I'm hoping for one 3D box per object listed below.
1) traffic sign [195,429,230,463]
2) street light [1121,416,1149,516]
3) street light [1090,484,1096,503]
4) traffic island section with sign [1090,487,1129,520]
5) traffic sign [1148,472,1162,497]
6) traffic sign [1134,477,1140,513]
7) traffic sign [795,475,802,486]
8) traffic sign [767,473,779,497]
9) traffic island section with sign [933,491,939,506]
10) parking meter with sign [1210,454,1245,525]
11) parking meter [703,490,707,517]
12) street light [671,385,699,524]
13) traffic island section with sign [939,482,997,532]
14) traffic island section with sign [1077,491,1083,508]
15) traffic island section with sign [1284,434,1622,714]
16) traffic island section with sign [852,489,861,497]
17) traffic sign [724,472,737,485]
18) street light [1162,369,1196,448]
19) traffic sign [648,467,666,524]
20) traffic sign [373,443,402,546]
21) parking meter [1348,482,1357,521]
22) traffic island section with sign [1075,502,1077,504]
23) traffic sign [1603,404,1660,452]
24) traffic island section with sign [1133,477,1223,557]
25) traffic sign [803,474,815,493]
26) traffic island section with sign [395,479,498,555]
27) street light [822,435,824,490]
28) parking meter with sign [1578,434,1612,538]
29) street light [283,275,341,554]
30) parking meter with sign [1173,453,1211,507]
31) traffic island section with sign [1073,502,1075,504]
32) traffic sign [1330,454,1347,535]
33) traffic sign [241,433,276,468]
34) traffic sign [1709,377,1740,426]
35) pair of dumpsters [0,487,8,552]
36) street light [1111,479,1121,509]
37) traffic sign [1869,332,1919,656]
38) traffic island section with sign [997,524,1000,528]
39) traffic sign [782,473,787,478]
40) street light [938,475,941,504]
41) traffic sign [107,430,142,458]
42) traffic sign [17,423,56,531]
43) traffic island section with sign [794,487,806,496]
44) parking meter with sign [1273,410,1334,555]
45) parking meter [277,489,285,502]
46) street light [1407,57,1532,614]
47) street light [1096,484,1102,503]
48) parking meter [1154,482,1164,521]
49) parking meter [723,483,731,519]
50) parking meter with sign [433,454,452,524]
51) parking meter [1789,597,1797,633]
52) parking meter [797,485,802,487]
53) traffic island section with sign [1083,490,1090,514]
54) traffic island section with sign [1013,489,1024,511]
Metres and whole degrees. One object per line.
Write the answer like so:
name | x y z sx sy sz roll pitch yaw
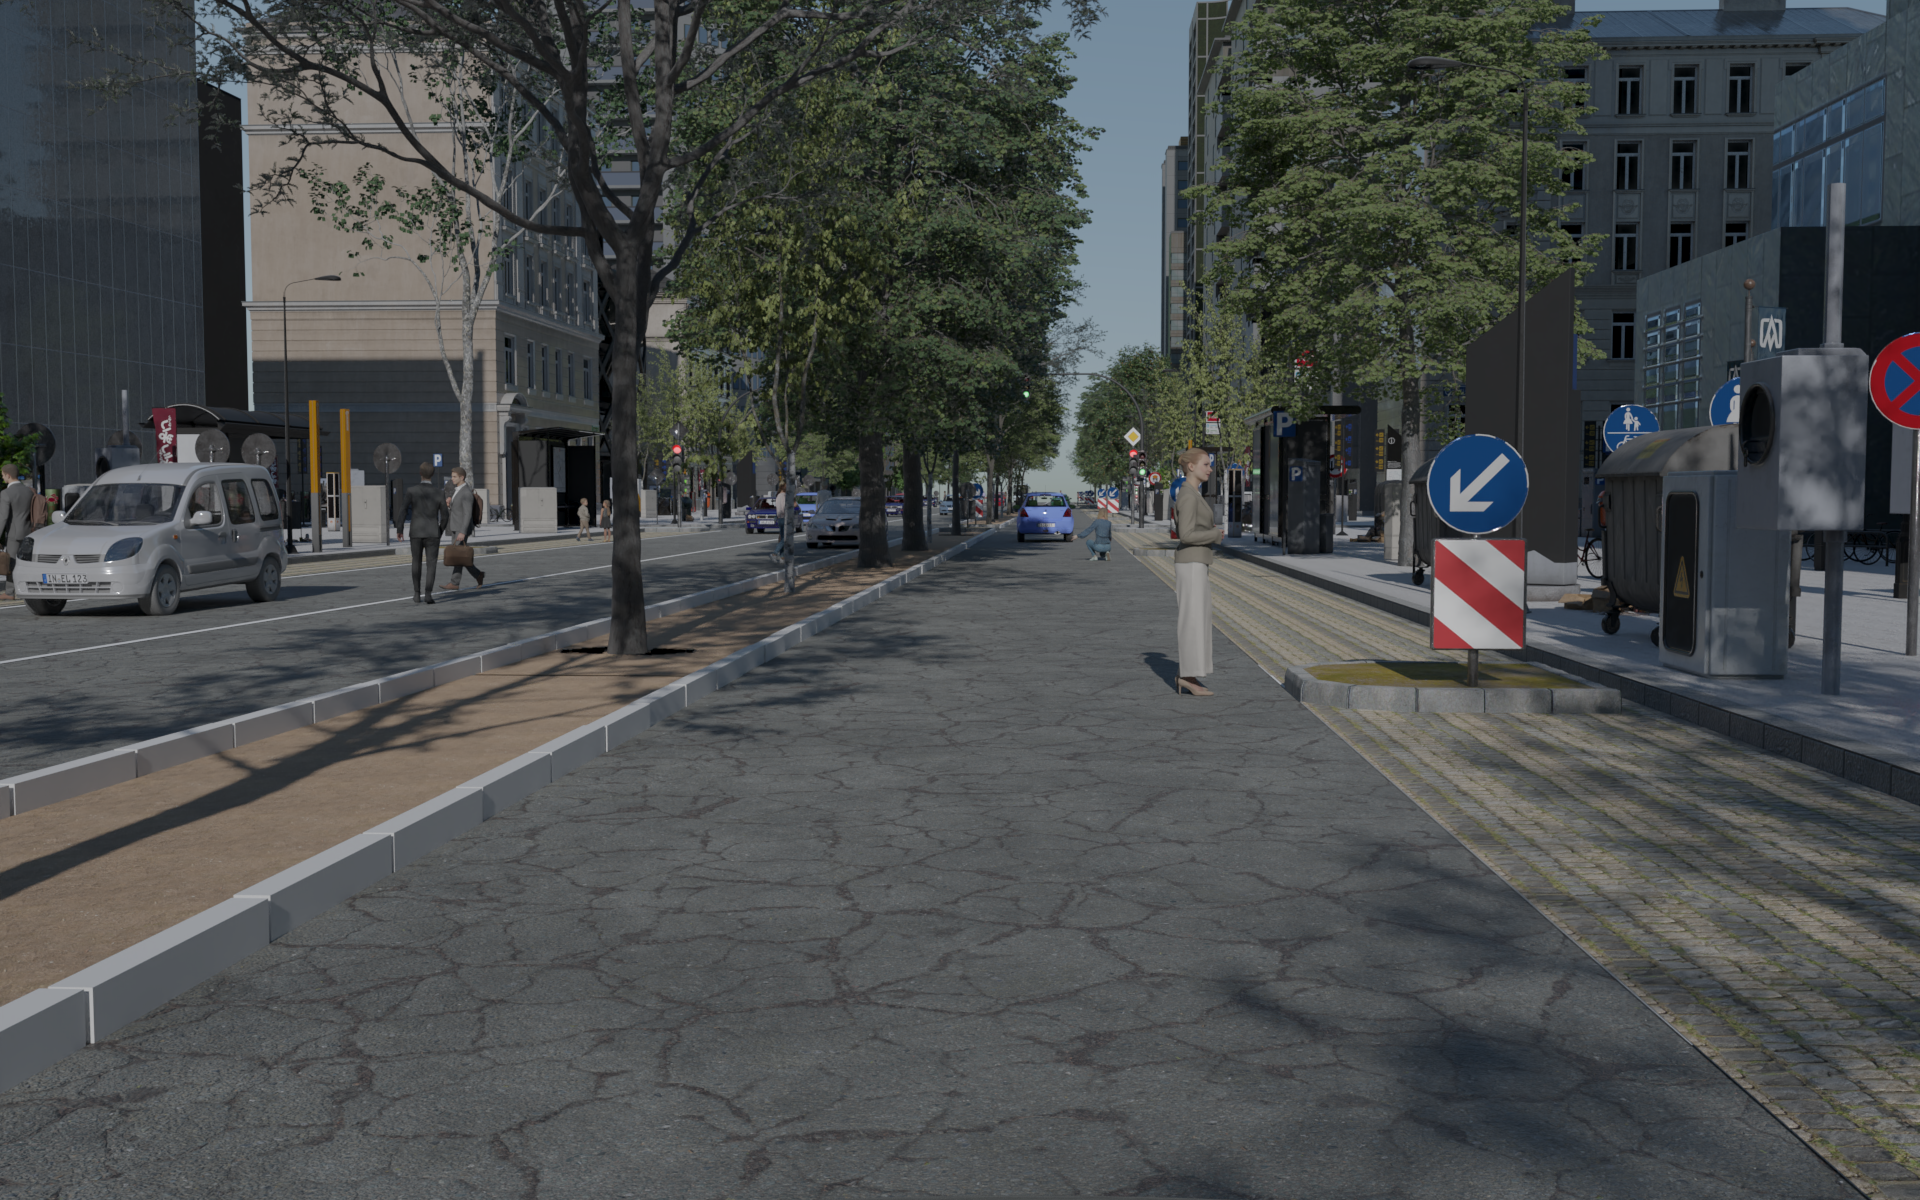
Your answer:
traffic sign | -14.596 -2.061 33.809 0.768 2.556 0.104 1 4 12
street light | 10.475 -7.950 102.523 1.470 5.913 1.316 0 4 3
street light | 17.787 -15.397 224.284 1.470 5.913 1.316 0 4 3
traffic island section with sign | 8.330 -5.327 95.720 1.989 1.847 2.006 0 4 3
traffic sign | 11.181 -6.065 99.270 0.768 2.556 0.104 1 4 10
traffic sign | 12.178 -7.260 118.800 0.768 2.556 0.104 1 4 12
traffic sign | -11.149 -7.203 117.769 0.884 2.594 0.081 1 4 9
traffic sign | -11.486 -6.487 106.171 0.768 2.556 0.104 1 4 12
traffic island section with sign | -2.713 -11.759 200.887 1.989 1.847 2.006 0 4 3
parking meter with sign | 11.416 -4.624 71.859 1.738 3.016 0.543 0 4 1
parking meter | -14.487 -5.481 98.022 0.372 1.533 0.369 0 3 0
street light | -11.673 -6.201 73.935 1.470 5.913 1.316 0 4 3
traffic island section with sign | 0.252 -3.521 65.707 2.006 1.907 1.989 0 4 3
traffic island section with sign | 12.895 -10.016 172.385 1.989 1.847 2.006 0 4 3
traffic island section with sign | 3.356 -0.219 12.215 1.989 1.847 2.006 0 4 3
traffic island section with sign | -7.335 -7.018 123.364 1.989 1.847 2.006 0 4 3
traffic sign | -13.216 -6.092 99.714 0.768 2.556 0.104 1 4 12
street light | 8.199 -5.620 64.435 1.470 5.913 1.316 0 4 3
traffic sign | -12.902 -4.439 73.757 0.795 2.450 0.064 0 4 6
traffic sign | -14.207 -2.621 42.957 0.768 2.556 0.104 1 4 11
parking meter | 18.790 -4.719 82.861 0.399 1.863 0.255 -3 5 -40
traffic island section with sign | 14.496 -11.663 199.319 1.989 1.847 2.006 0 4 3
traffic sign | 9.535 -1.503 24.683 0.768 2.556 0.104 0 4 7
traffic island section with sign | 5.049 -1.939 40.330 1.989 1.847 2.006 0 4 3
traffic sign | -9.827 -6.878 112.553 0.768 2.556 0.104 1 4 10
traffic island section with sign | -12.198 -2.008 41.467 1.989 1.847 2.006 0 4 3
street light | -8.925 -8.994 119.592 1.470 5.913 1.316 0 4 3
parking meter with sign | 18.676 -3.345 50.957 0.543 3.016 1.738 -1 4 -10
street light | -13.814 -3.937 36.904 1.470 5.913 1.316 0 4 3
parking meter with sign | 10.075 -4.814 74.971 1.738 3.016 0.543 2 4 32
traffic island section with sign | 17.769 -15.027 254.321 1.989 1.847 2.006 0 4 3
traffic sign | 11.861 -3.346 54.808 0.768 2.556 0.104 0 4 5
traffic sign | -14.700 -2.214 36.301 0.768 2.556 0.104 0 4 7
traffic sign | 8.484 -1.141 18.761 0.768 2.556 0.104 1 4 9
pair of dumpsters | -17.928 -1.634 29.212 1.574 2.255 4.437 0 4 3
street light | 13.266 -10.723 147.860 1.470 5.913 1.316 0 4 3
traffic sign | 7.560 -0.831 13.688 0.768 2.556 0.104 1 4 13
traffic island section with sign | 0.702 -3.973 73.100 2.006 1.907 1.989 0 4 3
traffic sign | -10.330 -6.348 103.902 0.768 2.556 0.104 0 4 5
street light | -2.205 -15.962 233.523 1.470 5.913 1.316 0 4 3
traffic sign | -16.557 -2.093 34.322 0.768 2.556 0.104 1 4 10
traffic sign | -16.505 -1.884 30.912 0.768 2.556 0.104 0 4 4
traffic island section with sign | -8.936 -5.372 96.456 1.989 1.847 2.006 0 4 3
parking meter with sign | 7.364 -2.486 36.913 0.543 3.016 1.738 3 5 42
parking meter | -32.174 -4.507 82.096 0.372 1.533 0.369 0 3 0
street light | 5.455 -2.814 18.546 1.470 5.913 1.316 0 4 3
street light | 15.085 -12.605 178.639 1.470 5.913 1.316 0 4 3
parking meter | 9.512 -4.714 82.792 0.255 1.863 0.399 -3 5 -41
parking meter | -12.232 -5.213 90.940 0.399 1.863 0.255 -3 5 -40
parking meter with sign | -22.152 -4.865 75.796 0.543 3.016 1.738 2 4 32
parking meter | 7.382 -0.445 15.684 0.372 1.533 0.369 0 3 0
parking meter | -10.651 -6.644 114.342 0.255 1.863 0.399 2 4 30
traffic island section with sign | 9.938 -6.985 122.836 1.989 1.847 2.006 0 4 3
traffic island section with sign | 5.157 -8.561 148.107 2.006 1.907 1.989 0 4 3
